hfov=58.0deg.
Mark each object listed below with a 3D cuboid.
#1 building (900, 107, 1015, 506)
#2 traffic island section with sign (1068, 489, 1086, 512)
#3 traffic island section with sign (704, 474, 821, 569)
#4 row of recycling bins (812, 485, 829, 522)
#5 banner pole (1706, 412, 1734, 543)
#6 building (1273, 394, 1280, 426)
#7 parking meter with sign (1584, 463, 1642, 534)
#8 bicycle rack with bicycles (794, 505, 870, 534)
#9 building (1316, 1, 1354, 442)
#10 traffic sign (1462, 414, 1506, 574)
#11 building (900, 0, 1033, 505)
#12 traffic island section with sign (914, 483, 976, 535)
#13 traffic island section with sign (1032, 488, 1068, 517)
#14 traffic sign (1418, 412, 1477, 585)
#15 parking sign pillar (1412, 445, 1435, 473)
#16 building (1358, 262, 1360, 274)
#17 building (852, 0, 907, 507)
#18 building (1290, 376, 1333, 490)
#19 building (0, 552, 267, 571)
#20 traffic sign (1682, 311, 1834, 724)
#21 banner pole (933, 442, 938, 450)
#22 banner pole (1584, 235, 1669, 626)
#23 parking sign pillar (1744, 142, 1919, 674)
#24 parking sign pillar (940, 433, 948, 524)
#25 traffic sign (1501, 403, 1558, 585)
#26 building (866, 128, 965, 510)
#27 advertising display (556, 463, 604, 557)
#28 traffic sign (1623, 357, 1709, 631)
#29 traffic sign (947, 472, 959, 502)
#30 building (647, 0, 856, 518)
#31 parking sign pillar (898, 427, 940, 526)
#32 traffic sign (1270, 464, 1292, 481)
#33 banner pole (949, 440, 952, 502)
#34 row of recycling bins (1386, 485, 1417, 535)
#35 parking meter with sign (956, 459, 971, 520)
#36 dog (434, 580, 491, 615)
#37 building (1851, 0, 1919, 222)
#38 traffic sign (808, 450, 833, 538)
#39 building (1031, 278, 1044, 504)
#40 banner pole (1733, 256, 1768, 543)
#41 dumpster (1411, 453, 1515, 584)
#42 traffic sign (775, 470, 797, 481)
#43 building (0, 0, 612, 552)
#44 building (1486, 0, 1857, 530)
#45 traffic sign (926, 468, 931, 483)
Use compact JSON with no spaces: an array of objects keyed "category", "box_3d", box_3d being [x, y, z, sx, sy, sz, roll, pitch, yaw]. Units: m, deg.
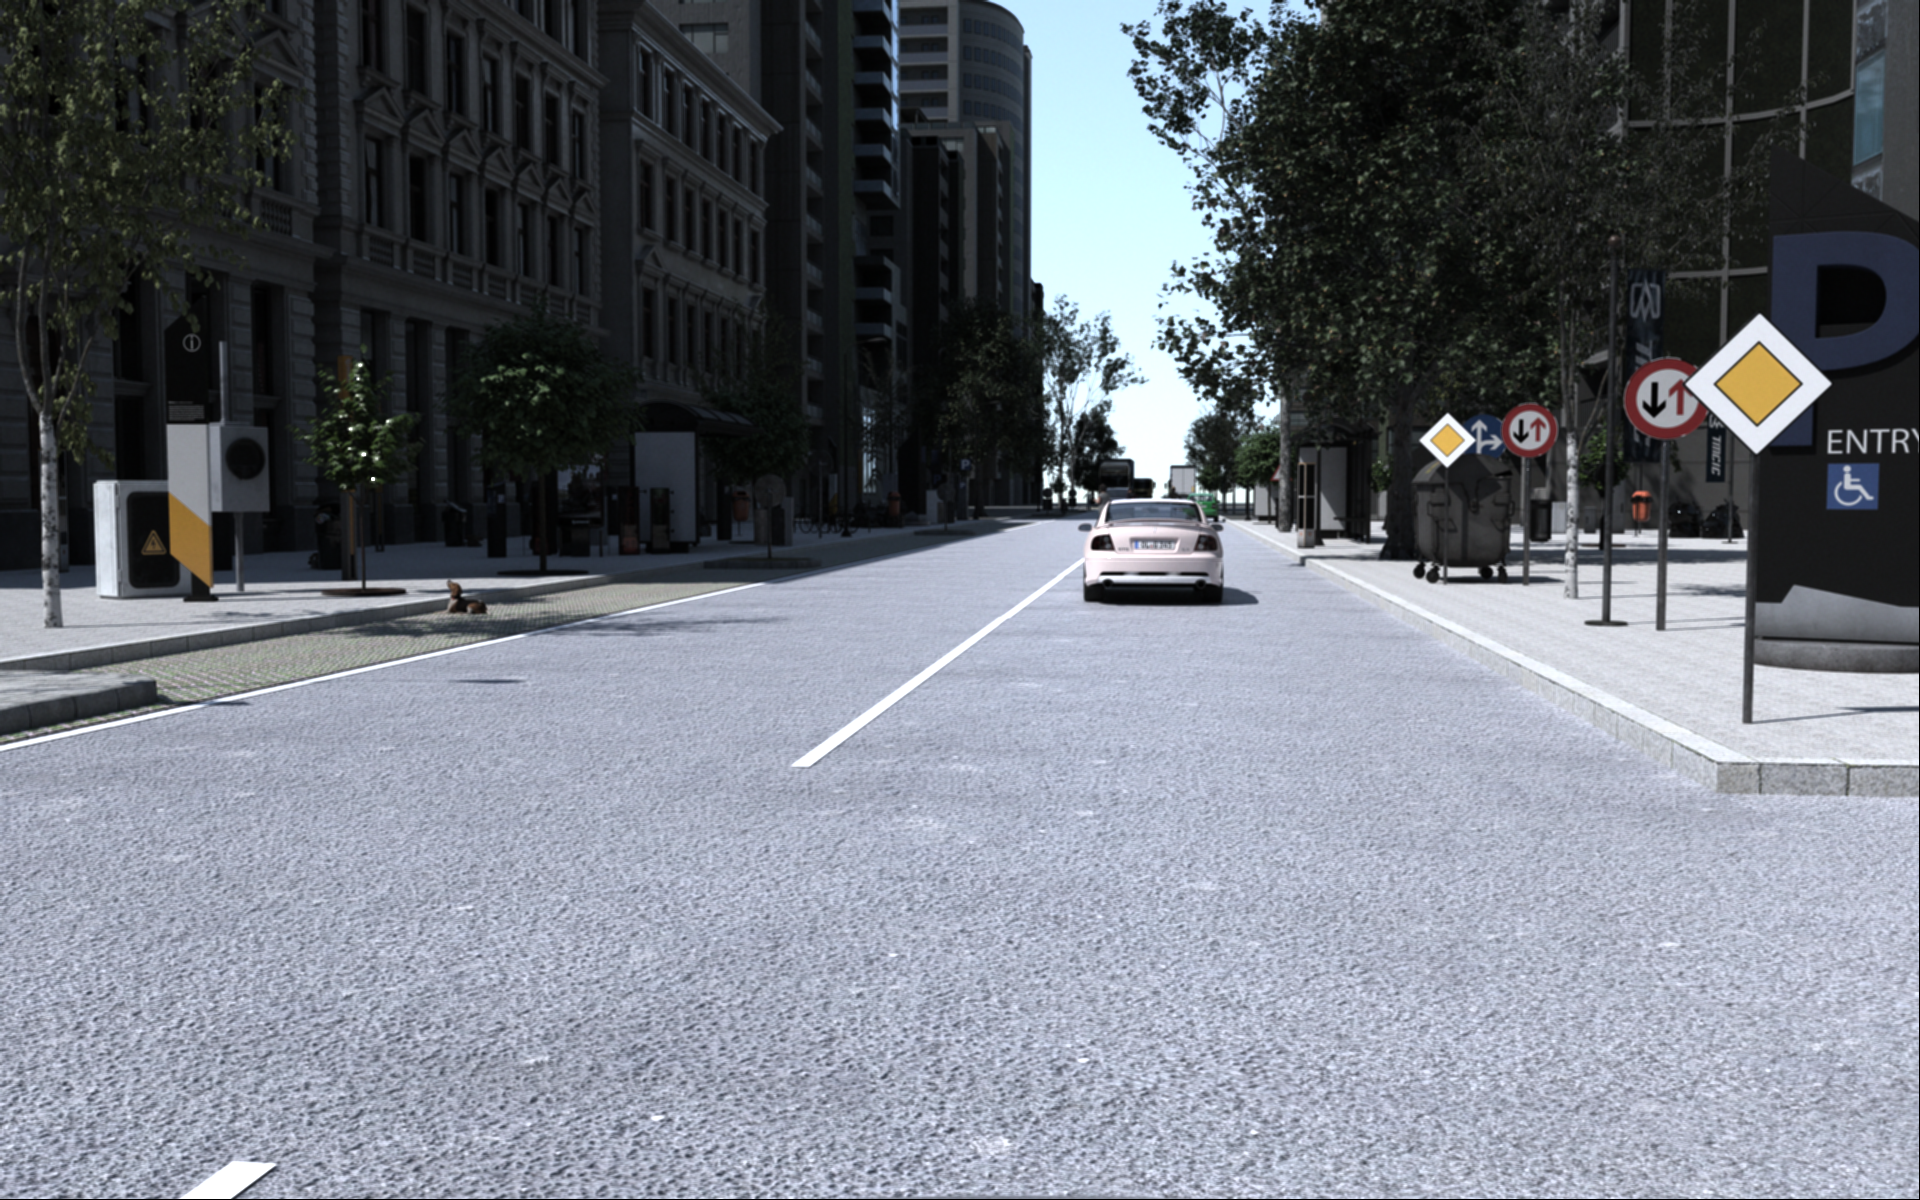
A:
[{"category":"building","box_3d":[-1.815,-30.672,185.077,14.154,41.232,14.086,0,4,7]},{"category":"traffic island section with sign","box_3d":[8.967,-7.859,137.119,1.989,1.847,2.006,0,4,7]},{"category":"traffic island section with sign","box_3d":[-3.780,-1.539,33.788,1.989,1.847,2.006,0,4,7]},{"category":"row of recycling bins","box_3d":[-6.453,-4.525,81.104,1.069,1.692,3.534,0,4,-5]},{"category":"banner pole","box_3d":[19.872,-3.372,45.146,0.863,3.779,0.401,1,4,11]},{"category":"building","box_3d":[52.388,-36.986,224.331,23.786,49.044,30.456,0,4,7]},{"category":"parking meter with sign","box_3d":[21.073,-3.645,55.855,1.738,3.016,0.543,1,4,15]},{"category":"bicycle rack with bicycles","box_3d":[-4.239,-2.686,57.303,2.852,0.926,2.925,-3,5,-43]},{"category":"building","box_3d":[42.463,-33.335,134.262,28.713,52.752,27.495,0,4,7]},{"category":"traffic sign","box_3d":[8.355,-1.688,27.709,0.768,2.556,0.104,1,4,17]},{"category":"building","box_3d":[-3.097,-40.669,206.929,21.231,58.520,28.212,0,4,7]},{"category":"traffic island section with sign","box_3d":[-0.483,-3.175,60.542,1.989,1.847,2.006,0,4,7]},{"category":"traffic island section with sign","box_3d":[5.621,-6.200,109.999,1.989,1.847,2.006,0,4,7]},{"category":"traffic sign","box_3d":[6.871,-1.424,24.466,0.795,2.450,0.064,1,4,14]},{"category":"parking sign pillar","box_3d":[21.679,-5.685,81.422,1.447,3.967,1.447,3,5,40]},{"category":"building","box_3d":[33.232,-20.998,115.010,14.160,30.474,14.107,0,4,7]},{"category":"building","box_3d":[-15.082,-49.189,116.917,22.319,86.520,31.000,0,4,7]},{"category":"building","box_3d":[42.533,-30.855,188.080,14.154,41.232,14.086,0,4,7]},{"category":"building","box_3d":[-20.484,-12.323,30.364,11.050,23.489,19.941,0,4,7]},{"category":"traffic sign","box_3d":[4.400,-0.366,9.623,0.795,2.450,0.064,0,4,7]},{"category":"banner pole","box_3d":[-1.141,-5.710,83.382,0.401,3.779,0.863,-2,4,-26]},{"category":"banner pole","box_3d":[6.555,-1.648,16.956,0.863,3.779,0.401,-1,4,-20]},{"category":"parking sign pillar","box_3d":[6.713,-1.498,12.965,1.447,3.967,1.447,2,4,32]},{"category":"parking sign pillar","box_3d":[-1.001,-5.347,75.887,1.447,3.967,1.447,0,4,-1]},{"category":"traffic sign","box_3d":[7.952,-1.477,24.261,0.768,2.556,0.104,1,4,9]},{"category":"building","box_3d":[-7.343,-22.548,140.359,14.160,30.474,14.107,0,4,7]},{"category":"advertising display","box_3d":[-7.758,-1.844,35.371,0.974,1.923,0.123,0,4,5]},{"category":"traffic sign","box_3d":[6.593,-0.985,16.217,0.768,2.556,0.104,1,4,13]},{"category":"traffic sign","box_3d":[-0.325,-4.795,80.532,0.606,2.300,0.079,1,4,12]},{"category":"building","box_3d":[-13.917,-25.167,95.076,14.154,41.232,14.086,0,4,7]},{"category":"parking sign pillar","box_3d":[-1.942,-4.997,70.173,1.447,3.967,1.447,-3,5,-42]},{"category":"traffic sign","box_3d":[12.840,-4.236,69.264,0.884,2.594,0.081,1,4,12]},{"category":"banner pole","box_3d":[-0.452,-5.488,79.738,0.401,3.779,0.863,0,4,3]},{"category":"row of recycling bins","box_3d":[14.632,-2.824,53.288,1.069,1.692,3.534,-3,5,-40]},{"category":"parking meter with sign","box_3d":[0.155,-5.453,85.417,0.543,3.016,1.738,1,4,9]},{"category":"dog","box_3d":[-5.899,-0.022,20.561,0.550,0.427,0.748,-2,4,-33]},{"category":"building","box_3d":[30.427,-24.767,24.545,30.456,49.044,23.786,0,4,7]},{"category":"traffic sign","box_3d":[-4.070,-3.075,50.390,0.768,2.556,0.104,1,4,10]},{"category":"building","box_3d":[3.551,-27.944,228.588,14.160,30.474,14.107,0,4,7]},{"category":"banner pole","box_3d":[7.697,-1.614,16.398,0.401,3.779,0.863,3,4,37]},{"category":"dumpster","box_3d":[7.392,-1.206,25.482,1.264,1.857,1.865,0,4,7]},{"category":"traffic sign","box_3d":[-5.005,-2.980,48.732,0.884,2.594,0.081,1,4,15]},{"category":"building","box_3d":[-18.163,-13.532,50.133,11.050,23.489,19.941,0,4,7]},{"category":"building","box_3d":[32.250,-38.299,64.440,20.563,71.187,20.611,0,4,7]},{"category":"traffic sign","box_3d":[-1.747,-5.018,82.150,0.768,2.556,0.104,1,4,9]}]
